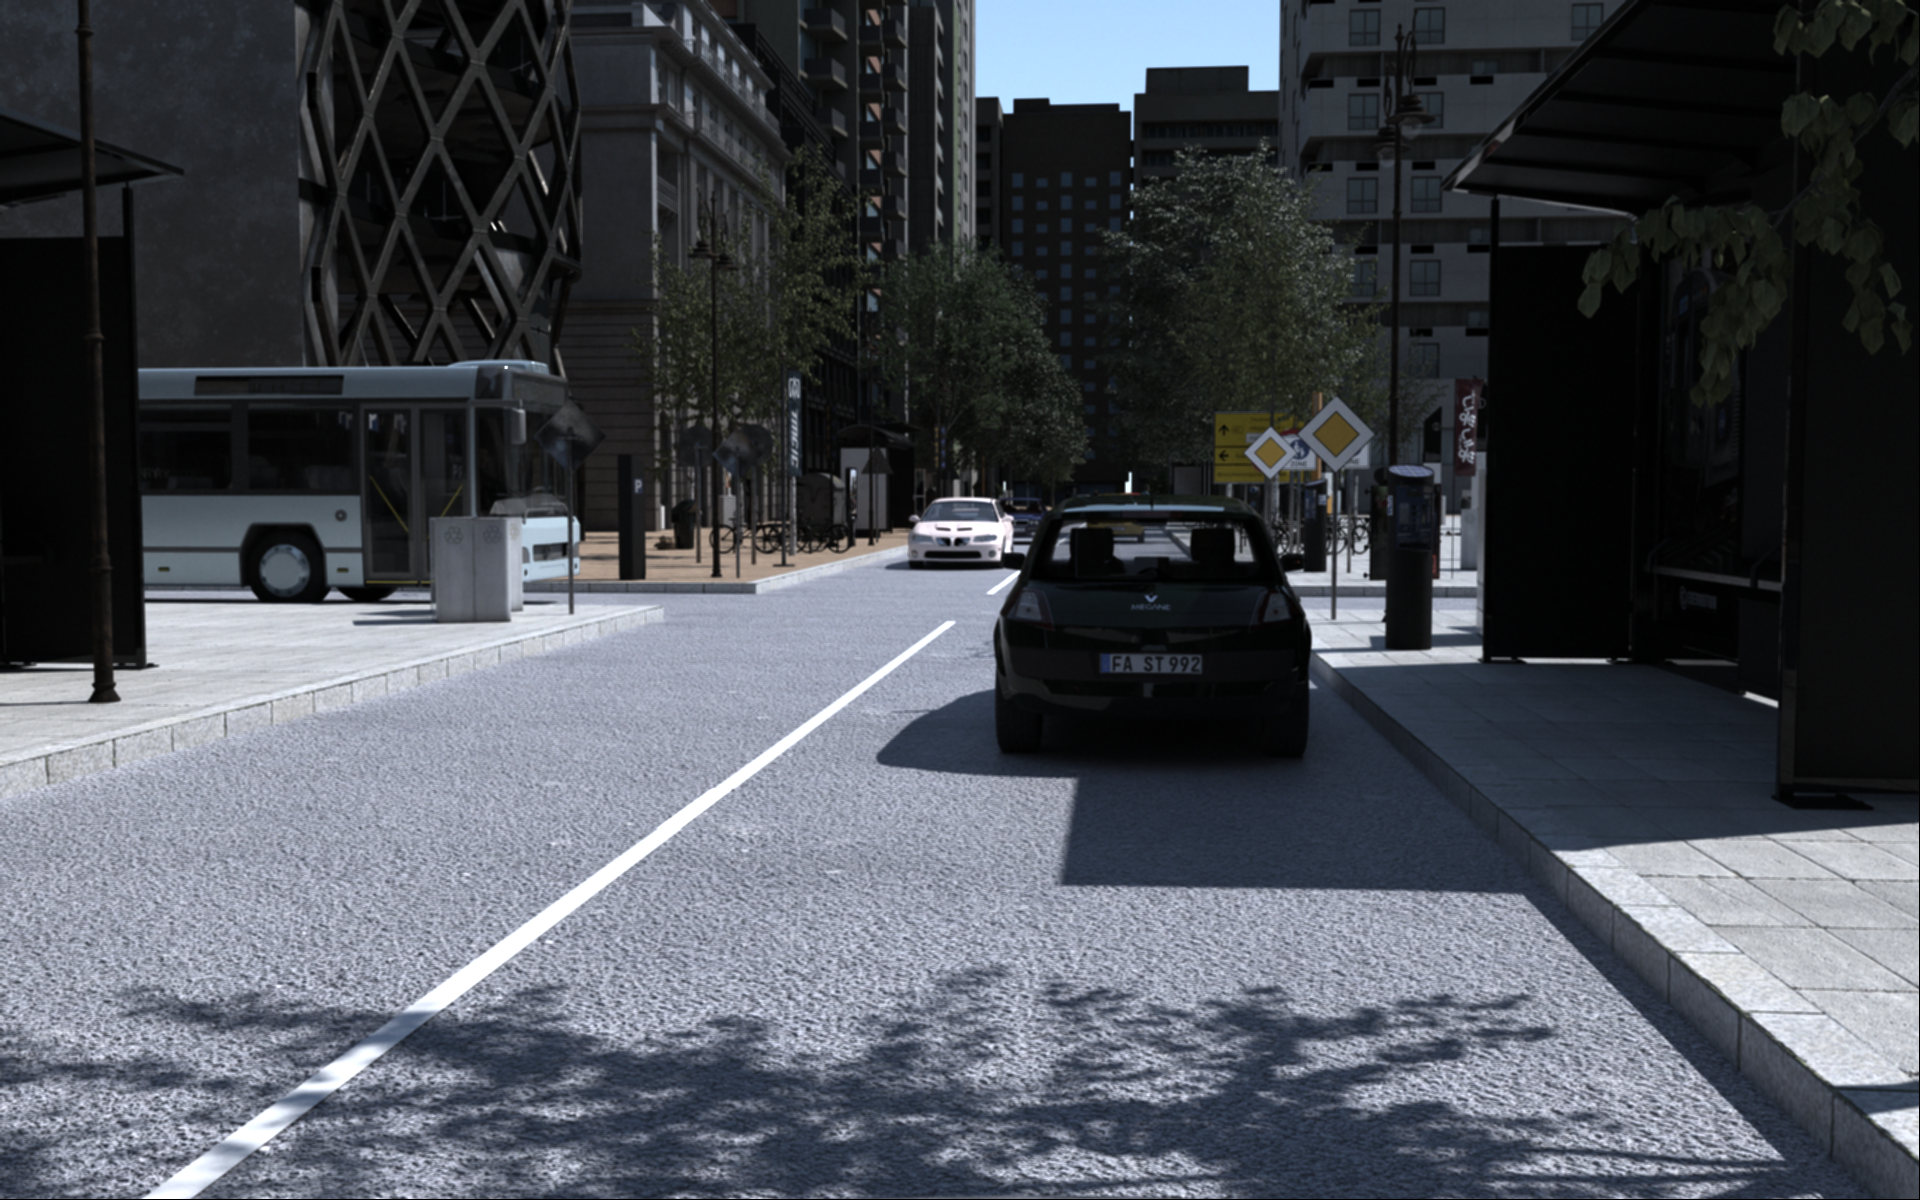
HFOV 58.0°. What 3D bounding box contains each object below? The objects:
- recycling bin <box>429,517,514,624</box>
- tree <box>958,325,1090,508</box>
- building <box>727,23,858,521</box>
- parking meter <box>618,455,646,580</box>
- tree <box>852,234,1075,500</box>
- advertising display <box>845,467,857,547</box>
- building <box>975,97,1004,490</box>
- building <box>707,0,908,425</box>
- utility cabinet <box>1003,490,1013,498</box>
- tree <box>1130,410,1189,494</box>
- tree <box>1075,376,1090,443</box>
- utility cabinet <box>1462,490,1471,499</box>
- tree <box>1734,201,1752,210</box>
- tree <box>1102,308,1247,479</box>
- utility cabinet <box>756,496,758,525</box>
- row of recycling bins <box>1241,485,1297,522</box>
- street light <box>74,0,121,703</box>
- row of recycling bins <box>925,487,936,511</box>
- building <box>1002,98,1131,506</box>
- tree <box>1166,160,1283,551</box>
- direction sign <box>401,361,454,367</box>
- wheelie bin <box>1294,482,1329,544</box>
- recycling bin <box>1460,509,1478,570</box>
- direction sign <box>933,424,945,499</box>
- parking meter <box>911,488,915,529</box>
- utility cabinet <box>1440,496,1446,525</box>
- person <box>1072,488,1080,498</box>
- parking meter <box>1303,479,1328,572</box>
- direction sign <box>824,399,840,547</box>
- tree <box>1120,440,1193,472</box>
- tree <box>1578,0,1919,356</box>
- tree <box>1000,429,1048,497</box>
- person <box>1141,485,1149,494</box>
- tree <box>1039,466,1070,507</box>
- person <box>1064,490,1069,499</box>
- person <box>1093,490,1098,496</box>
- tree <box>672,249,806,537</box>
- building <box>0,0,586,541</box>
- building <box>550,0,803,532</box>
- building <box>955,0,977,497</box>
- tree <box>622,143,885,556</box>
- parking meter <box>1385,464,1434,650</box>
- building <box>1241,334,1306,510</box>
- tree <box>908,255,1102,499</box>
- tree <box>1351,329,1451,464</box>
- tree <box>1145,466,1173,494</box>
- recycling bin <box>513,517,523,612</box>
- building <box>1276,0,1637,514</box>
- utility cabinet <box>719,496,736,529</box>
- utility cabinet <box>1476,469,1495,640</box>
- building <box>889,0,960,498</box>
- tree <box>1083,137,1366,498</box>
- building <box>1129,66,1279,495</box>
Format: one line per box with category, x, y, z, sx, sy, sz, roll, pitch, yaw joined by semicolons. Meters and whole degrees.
recycling bin;-4.961;-0.305;17.545;0.722;1.027;0.722;-1;4;-21
tree;2.559;-11.202;101.278;7.486;12.596;7.792;0;3;0
building;-12.658;-15.937;90.251;12.332;23.373;15.834;0;4;5
parking meter;-4.900;-1.234;25.880;0.255;1.863;0.399;2;4;24
tree;-0.805;-8.785;69.394;9.928;11.665;9.643;0;3;0
advertising display;-2.638;-2.253;42.053;0.123;1.923;0.974;0;4;6
building;-5.201;-35.479;203.776;21.600;48.544;21.300;0;4;5
building;-15.398;-28.272;116.868;22.147;44.769;28.867;0;4;5
utility cabinet;2.651;-5.631;100.753;0.318;1.500;1.173;2;4;32
tree;16.316;-13.021;138.642;9.928;11.665;9.643;0;3;0
tree;5.340;-12.059;122.920;9.928;11.665;9.643;0;3;0
utility cabinet;28.450;-5.343;96.032;1.173;1.500;0.318;1;4;19
tree;22.227;-7.317;45.396;9.928;11.665;9.643;0;3;0
tree;12.601;-11.192;100.004;9.611;12.733;9.660;0;3;0
utility cabinet;-7.527;-3.188;63.289;0.306;1.237;1.020;0;4;-6
row of recycling bins;14.167;-4.545;81.420;3.534;1.692;1.069;0;4;5
street light;-5.288;-2.308;10.526;0.468;5.910;1.993;0;4;5
row of recycling bins;-2.516;-5.459;96.362;3.534;1.692;1.069;3;5;39
building;12.404;-33.575;199.062;14.200;45.320;14.600;0;4;5
tree;7.350;-5.411;38.832;4.737;8.622;4.395;0;3;0
direction sign;-9.099;-2.307;29.718;0.876;3.537;0.379;-2;4;-24
wheelie bin;9.086;-2.258;44.826;0.980;1.594;0.693;2;4;35
recycling bin;8.963;-1.028;29.363;0.722;1.027;0.722;3;5;40
direction sign;-0.667;-3.915;56.008;0.379;3.537;0.876;1;4;23
parking meter;-2.011;-3.577;66.890;0.372;1.533;0.369;0;3;0
utility cabinet;19.611;-3.703;71.703;0.306;1.237;1.020;-3;4;-38
person;6.654;-5.546;99.349;0.590;1.801;0.661;1;4;11
parking meter;5.860;-1.232;28.551;0.372;1.533;0.369;0;3;0
direction sign;-3.109;-3.052;41.904;0.379;3.537;0.876;-1;4;-20
tree;17.386;-13.128;149.060;7.601;10.594;8.767;2;4;27
tree;3.154;-3.284;4.049;4.737;8.622;4.395;0;3;0
tree;4.338;-9.957;113.156;4.360;8.622;3.978;0;3;0
person;7.357;-3.673;68.897;0.444;1.785;0.601;-2;4;-31
tree;9.570;-11.894;178.172;4.285;4.588;4.351;0;3;0
person;7.290;-6.559;116.563;0.721;1.723;1.217;1;4;8
person;12.182;-8.906;154.638;1.217;1.766;0.721;2;4;24
tree;-6.555;-6.200;51.727;4.360;8.622;3.978;0;3;0
building;-18.459;-10.763;43.427;16.820;18.784;16.811;0;4;5
building;-15.086;-13.971;70.231;13.314;21.916;24.055;0;4;5
building;-9.524;-44.076;158.888;20.611;71.187;20.563;0;4;5
tree;-3.719;-5.232;35.898;4.737;8.622;4.395;0;3;0
parking meter;3.725;-0.363;14.345;0.372;1.533;0.369;0;3;0
building;39.118;-18.760;151.764;27.650;21.520;28.899;0;4;5
tree;1.588;-10.174;83.358;9.611;12.733;9.660;0;3;0
tree;19.464;-7.727;76.701;4.360;8.622;3.978;0;3;0
tree;13.583;-7.446;116.337;1.663;3.219;1.824;0;3;0
recycling bin;-5.264;-0.386;18.858;0.722;1.027;0.722;2;4;28
building;37.235;-32.629;122.718;28.713;52.752;27.495;0;4;5
utility cabinet;-8.597;-3.253;64.341;0.306;1.237;1.020;2;4;29
utility cabinet;4.788;-0.406;15.320;0.318;1.500;1.173;1;4;12
building;-7.672;-27.836;138.705;14.154;41.232;14.086;0;4;5
tree;9.352;-9.460;61.330;9.857;13.997;8.962;0;3;0
building;30.503;-35.260;200.196;21.600;48.544;21.300;0;4;5
